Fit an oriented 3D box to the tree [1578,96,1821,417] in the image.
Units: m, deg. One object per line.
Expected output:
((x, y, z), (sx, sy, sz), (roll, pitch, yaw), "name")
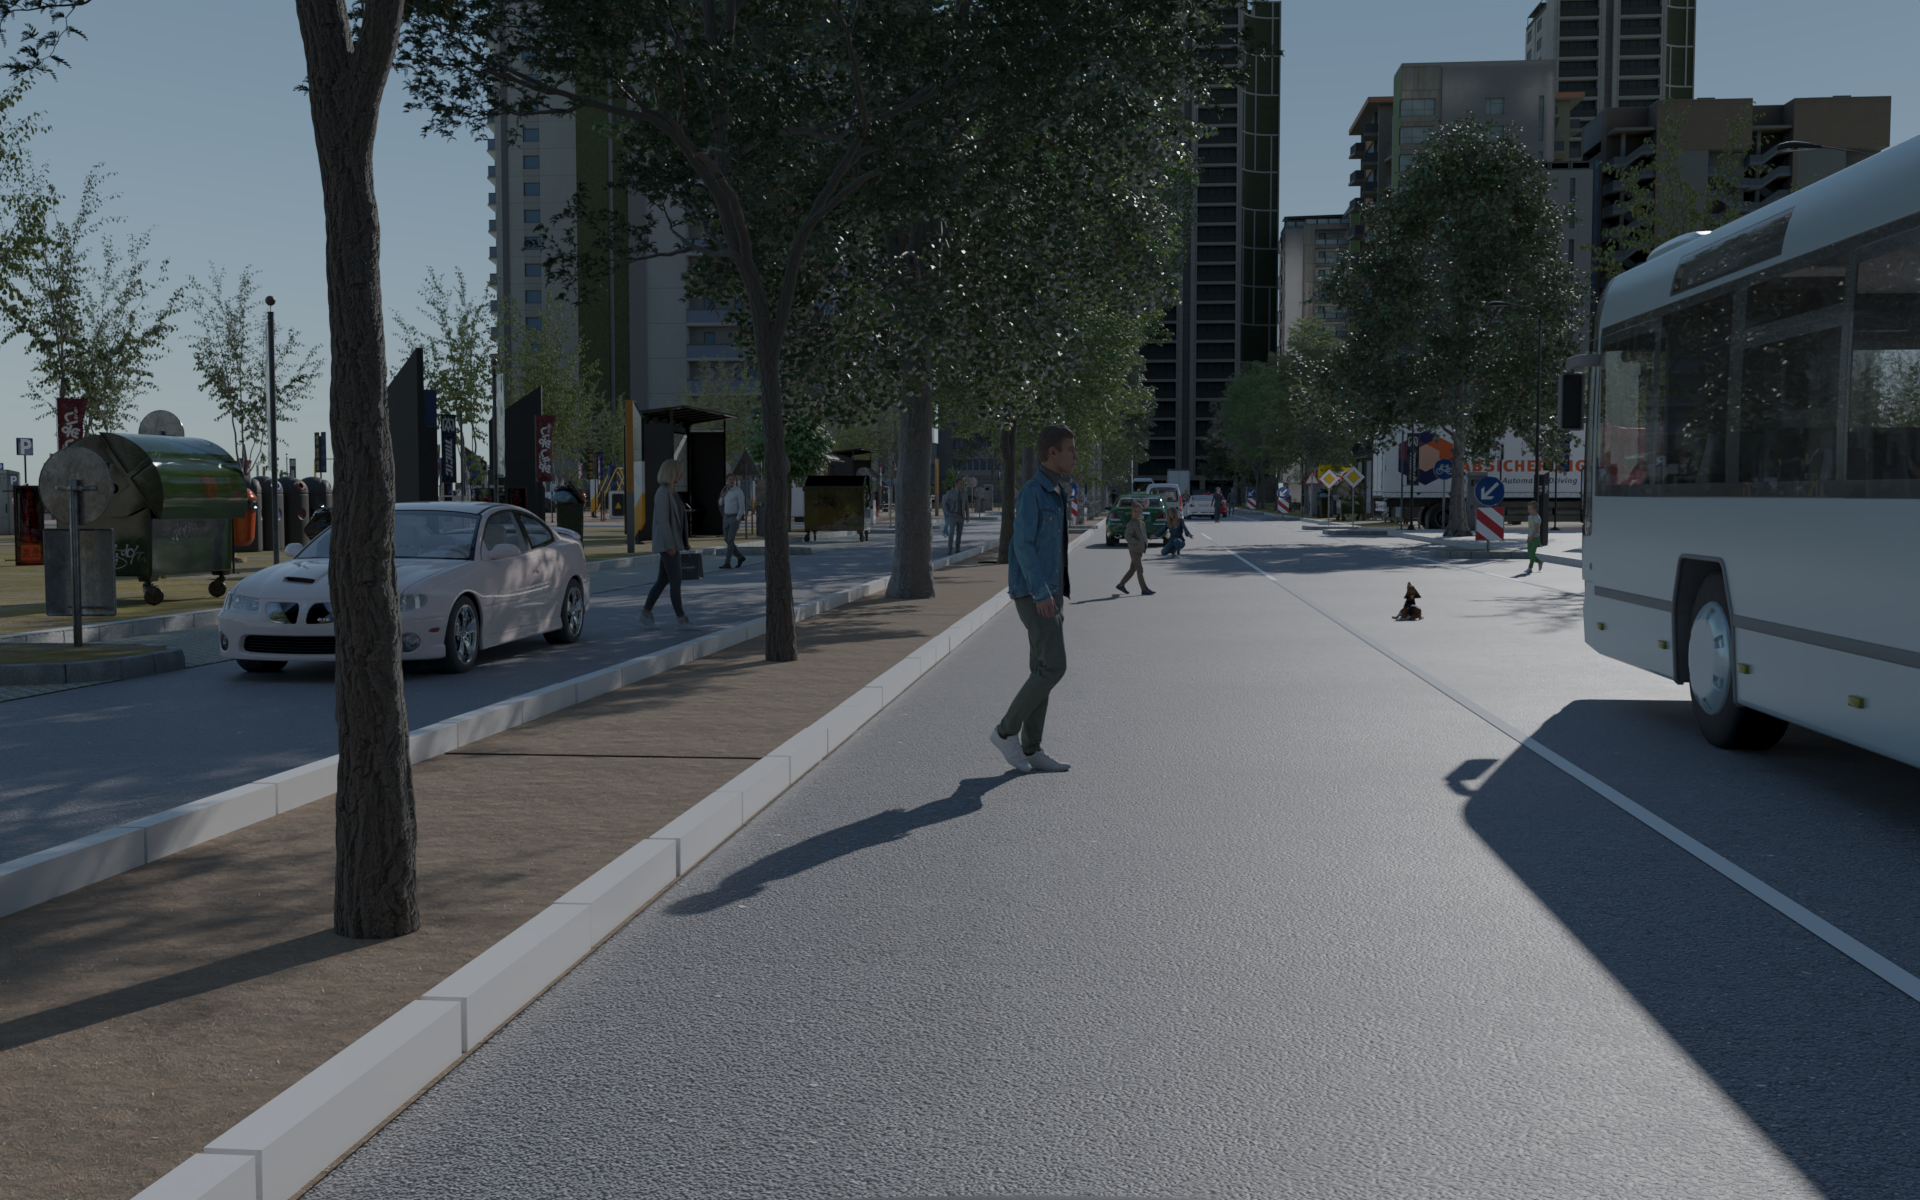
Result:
((13.993, -5.038, 32.732), (4.737, 8.622, 4.395), (0, 3, 0), "tree")

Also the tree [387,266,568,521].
((-15.916, -6.413, 55.210), (4.737, 8.622, 4.395), (0, 3, 0), "tree")

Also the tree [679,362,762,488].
((-12.465, -8.877, 95.501), (4.737, 8.622, 4.395), (0, 3, 0), "tree")

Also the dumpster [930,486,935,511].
((-2.224, -5.643, 94.751), (1.502, 2.255, 1.985), (0, 4, 6), "dumpster")

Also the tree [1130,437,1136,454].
((11.051, -10.796, 129.328), (4.737, 8.622, 4.395), (0, 3, 0), "tree")

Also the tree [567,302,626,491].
((-14.803, -6.789, 61.357), (4.737, 8.622, 4.395), (0, 3, 0), "tree")

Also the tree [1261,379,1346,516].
((20.757, -9.228, 101.233), (4.360, 8.622, 3.978), (0, 3, 0), "tree")

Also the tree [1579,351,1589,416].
((29.352, -7.752, 77.106), (4.360, 8.622, 3.978), (0, 3, 0), "tree")

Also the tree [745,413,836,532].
((-5.791, -4.576, 58.537), (4.285, 4.588, 4.351), (0, 3, 0), "tree")

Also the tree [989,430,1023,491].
((4.142, -12.025, 146.969), (4.360, 8.622, 3.978), (0, 3, 0), "tree")

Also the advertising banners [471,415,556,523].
((-9.714, -2.546, 37.822), (2.074, 3.025, 0.090), (-3, 5, -43), "advertising banners")

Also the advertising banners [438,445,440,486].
((-18.987, -3.984, 61.333), (2.074, 3.025, 0.090), (3, 5, 39), "advertising banners")

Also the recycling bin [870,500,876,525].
((-3.888, -3.615, 71.663), (0.722, 1.027, 0.722), (0, 4, 6), "recycling bin")

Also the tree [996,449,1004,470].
((4.944, -13.035, 163.489), (4.737, 8.622, 4.395), (0, 3, 0), "tree")

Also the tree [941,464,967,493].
((-0.535, -7.110, 110.851), (1.663, 3.219, 1.824), (0, 3, 0), "tree")

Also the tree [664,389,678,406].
((-16.355, -9.568, 106.806), (4.737, 8.622, 4.395), (0, 3, 0), "tree")

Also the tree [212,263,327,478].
((-22.669, -6.402, 55.039), (4.360, 8.622, 3.978), (0, 3, 0), "tree")

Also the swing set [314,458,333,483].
((-26.706, -4.803, 76.152), (3.119, 2.851, 2.862), (-1, 4, -17), "swing set")

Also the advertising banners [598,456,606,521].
((-16.853, -5.217, 81.493), (0.090, 3.025, 2.074), (0, 4, -3), "advertising banners")

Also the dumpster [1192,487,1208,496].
((29.566, -12.746, 213.342), (1.985, 2.255, 1.502), (0, 4, 6), "dumpster")

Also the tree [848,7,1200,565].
((1.059, -6.535, 35.057), (9.928, 11.665, 9.643), (0, 3, 0), "tree")

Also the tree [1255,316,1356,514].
((22.578, -11.766, 110.503), (7.486, 12.596, 7.792), (0, 3, 0), "tree")

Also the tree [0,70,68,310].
((-14.175, -4.405, 22.379), (4.737, 8.622, 4.395), (0, 3, 0), "tree")

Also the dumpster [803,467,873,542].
((-3.666, -2.872, 51.912), (1.985, 2.255, 1.502), (0, 4, 7), "dumpster")

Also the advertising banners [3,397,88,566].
((-16.738, -2.132, 31.039), (2.074, 3.025, 0.090), (-2, 4, -29), "advertising banners")

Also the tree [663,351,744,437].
((-13.041, -8.484, 89.084), (4.360, 8.622, 3.978), (0, 3, 0), "tree")

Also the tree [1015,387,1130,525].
((4.686, -7.266, 71.618), (4.737, 8.622, 4.395), (0, 3, 0), "tree")

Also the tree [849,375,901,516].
((-4.223, -9.347, 103.190), (4.360, 8.622, 3.978), (0, 3, 0), "tree")

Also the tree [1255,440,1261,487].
((25.389, -11.504, 138.455), (4.360, 8.622, 3.978), (0, 3, 0), "tree")

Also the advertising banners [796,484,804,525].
((-6.176, -4.689, 72.847), (2.074, 3.025, 0.090), (-3, 5, -41), "advertising banners")

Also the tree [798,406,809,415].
((-9.804, -10.247, 117.908), (4.737, 8.622, 4.395), (0, 3, 0), "tree")

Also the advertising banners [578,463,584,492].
((-22.947, -6.510, 102.627), (0.090, 3.025, 2.074), (2, 4, 27), "advertising banners")

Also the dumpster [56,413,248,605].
((-9.699, -1.113, 20.688), (1.502, 2.255, 1.985), (0, 4, 6), "dumpster")

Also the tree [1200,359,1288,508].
((26.994, -15.115, 157.504), (12.009, 13.543, 11.850), (0, 3, 0), "tree")

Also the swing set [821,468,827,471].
((-8.405, -6.606, 105.620), (2.862, 2.851, 3.119), (0, 4, 3), "swing set")

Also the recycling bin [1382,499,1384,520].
((21.071, -4.395, 84.406), (0.722, 1.027, 0.722), (-2, 4, -27), "recycling bin")

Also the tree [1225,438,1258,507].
((29.260, -13.863, 177.023), (4.737, 8.622, 4.395), (0, 3, 0), "tree")

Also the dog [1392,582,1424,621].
((5.113, 0.015, 19.947), (0.748, 0.427, 0.550), (-3, 4, -37), "dog")

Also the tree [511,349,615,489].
((-19.854, -8.386, 87.476), (4.360, 8.622, 3.978), (0, 3, 0), "tree")

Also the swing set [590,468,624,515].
((-20.102, -6.471, 103.429), (2.862, 2.851, 3.119), (0, 4, 2), "swing set")

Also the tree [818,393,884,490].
((-6.528, -9.764, 110.004), (4.737, 8.622, 4.395), (0, 3, 0), "tree")

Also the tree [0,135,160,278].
((-19.394, -5.364, 38.058), (4.360, 8.622, 3.978), (0, 3, 0), "tree")

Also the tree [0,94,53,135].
((-16.831, -4.754, 28.097), (4.360, 8.622, 3.978), (0, 3, 0), "tree")

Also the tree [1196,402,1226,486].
((30.757, -16.738, 190.667), (9.611, 12.733, 9.660), (0, 3, 0), "tree")

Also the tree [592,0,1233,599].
((-0.678, -6.998, 23.530), (9.857, 13.997, 8.962), (0, 3, 0), "tree")

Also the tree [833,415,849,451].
((-7.019, -10.871, 128.103), (4.360, 8.622, 3.978), (0, 3, 0), "tree")

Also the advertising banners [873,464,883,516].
((-4.790, -6.289, 99.009), (0.090, 3.025, 2.074), (1, 4, 18), "advertising banners")

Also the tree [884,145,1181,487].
((1.661, -7.536, 43.804), (7.486, 12.596, 7.792), (0, 3, 0), "tree")

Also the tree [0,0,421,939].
((-1.847, -4.209, 5.693), (8.767, 10.594, 7.601), (0, 4, 6), "tree")

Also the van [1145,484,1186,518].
((8.332, -3.945, 71.505), (2.013, 2.044, 4.112), (0, 4, 5), "van")

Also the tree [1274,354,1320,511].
((23.801, -12.519, 130.438), (9.928, 11.665, 9.643), (0, 3, 0), "tree")

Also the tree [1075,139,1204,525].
((5.904, -14.381, 93.473), (12.611, 20.169, 13.585), (0, 3, 0), "tree")

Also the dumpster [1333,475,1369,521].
((18.741, -4.929, 83.085), (1.502, 2.255, 1.985), (0, 4, 6), "dumpster")

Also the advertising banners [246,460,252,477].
((-36.633, -5.626, 88.168), (0.090, 3.025, 2.074), (1, 4, 12), "advertising banners")

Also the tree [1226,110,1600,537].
((15.003, -8.262, 52.090), (9.611, 12.733, 9.660), (0, 3, 0), "tree")

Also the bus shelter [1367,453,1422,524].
((20.011, -6.101, 77.379), (2.179, 5.291, 8.768), (0, 4, 6), "bus shelter")
